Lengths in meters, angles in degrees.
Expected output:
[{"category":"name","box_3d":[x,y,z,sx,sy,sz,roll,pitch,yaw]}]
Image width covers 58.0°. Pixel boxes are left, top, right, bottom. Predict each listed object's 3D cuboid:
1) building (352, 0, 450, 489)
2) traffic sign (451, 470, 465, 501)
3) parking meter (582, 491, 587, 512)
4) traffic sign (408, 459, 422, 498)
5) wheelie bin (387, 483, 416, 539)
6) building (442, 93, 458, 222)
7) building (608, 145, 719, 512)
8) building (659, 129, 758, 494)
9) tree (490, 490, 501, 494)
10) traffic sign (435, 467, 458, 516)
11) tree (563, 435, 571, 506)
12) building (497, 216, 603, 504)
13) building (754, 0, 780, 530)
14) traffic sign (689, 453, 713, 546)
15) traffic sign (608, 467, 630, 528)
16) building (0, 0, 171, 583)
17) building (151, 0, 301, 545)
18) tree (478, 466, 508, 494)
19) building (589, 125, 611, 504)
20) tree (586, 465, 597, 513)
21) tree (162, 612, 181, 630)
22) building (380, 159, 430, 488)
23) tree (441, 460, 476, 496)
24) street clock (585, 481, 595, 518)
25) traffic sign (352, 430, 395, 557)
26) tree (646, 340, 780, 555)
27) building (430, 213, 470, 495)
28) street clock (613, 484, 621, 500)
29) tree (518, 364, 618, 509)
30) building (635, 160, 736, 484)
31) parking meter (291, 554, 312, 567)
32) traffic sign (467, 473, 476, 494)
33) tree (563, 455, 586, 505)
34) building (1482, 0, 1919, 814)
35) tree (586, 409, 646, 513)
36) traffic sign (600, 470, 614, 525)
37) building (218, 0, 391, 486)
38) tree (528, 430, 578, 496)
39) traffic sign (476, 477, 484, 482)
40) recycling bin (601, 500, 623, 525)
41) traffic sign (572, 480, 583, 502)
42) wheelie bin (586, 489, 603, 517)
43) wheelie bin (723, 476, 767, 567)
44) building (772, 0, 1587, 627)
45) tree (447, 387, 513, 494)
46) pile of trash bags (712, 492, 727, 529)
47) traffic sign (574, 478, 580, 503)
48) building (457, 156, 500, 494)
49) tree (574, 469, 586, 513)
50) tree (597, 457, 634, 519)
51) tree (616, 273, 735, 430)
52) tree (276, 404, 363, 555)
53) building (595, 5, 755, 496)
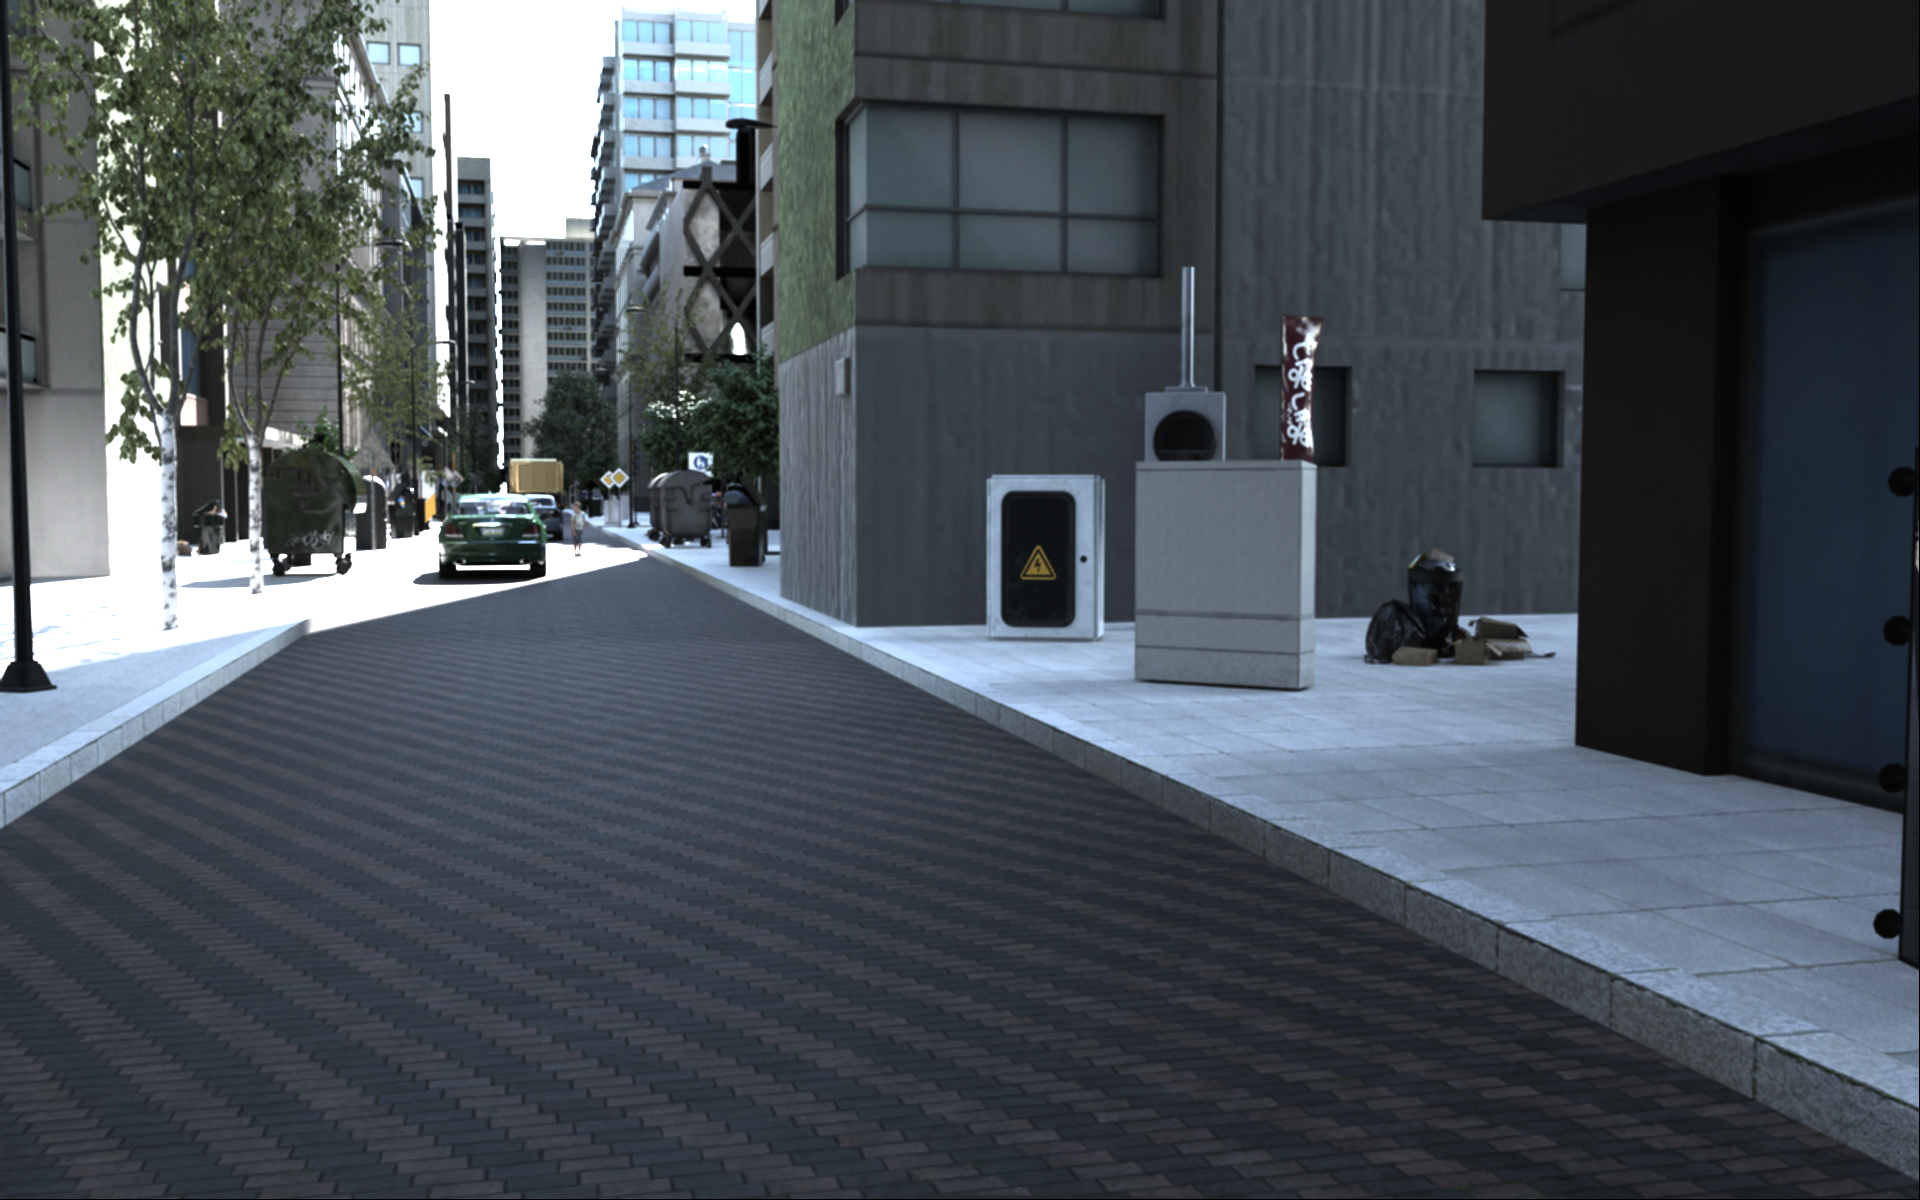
[{"category":"building","box_3d":[-59.599,-34.441,152.355,28.713,52.752,27.495,-1,4,-14]},{"category":"traffic sign","box_3d":[-20.673,-4.116,70.938,0.795,2.450,0.064,-1,4,-14]},{"category":"parking meter","box_3d":[-27.630,-7.282,127.475,0.372,1.533,0.369,0,3,0]},{"category":"traffic sign","box_3d":[-19.245,-3.765,61.662,0.768,2.556,0.104,-1,4,-9]},{"category":"wheelie bin","box_3d":[-16.173,-2.585,50.170,0.693,1.594,0.980,-3,5,-40]},{"category":"building","box_3d":[-61.887,-32.915,188.276,14.600,45.320,14.200,-1,4,-14]},{"category":"building","box_3d":[-20.508,-20.681,135.390,12.463,27.353,25.104,-1,4,-14]},{"category":"building","box_3d":[-5.702,-13.340,85.556,16.811,18.784,16.820,-1,4,-14]},{"category":"tree","box_3d":[-56.768,-13.340,212.703,1.663,3.219,1.824,0,3,0]},{"category":"traffic sign","box_3d":[-18.730,-3.642,63.192,0.795,2.450,0.064,-1,4,-14]},{"category":"tree","box_3d":[-39.824,-13.844,176.714,4.360,8.622,3.978,0,3,0]},{"category":"building","box_3d":[-53.080,-33.878,245.789,23.993,40.220,32.217,-1,4,-14]},{"category":"building","box_3d":[5.540,-26.314,53.939,21.300,48.544,21.600,-1,4,-14]},{"category":"traffic sign","box_3d":[-6.387,-2.483,42.733,0.606,2.300,0.079,0,4,-4]},{"category":"traffic sign","box_3d":[-12.716,-3.733,64.674,0.795,2.450,0.064,-1,4,-14]},{"category":"building","box_3d":[-19.514,-20.706,22.136,14.154,41.232,14.086,-1,4,-14]},{"category":"building","box_3d":[-32.537,-23.742,42.811,28.867,44.769,22.147,-1,4,-14]},{"category":"tree","box_3d":[-53.132,-13.072,197.440,4.285,4.588,4.351,0,3,0]},{"category":"building","box_3d":[-32.310,-33.691,205.466,22.147,44.769,28.867,-1,4,-14]},{"category":"tree","box_3d":[-21.999,-6.933,107.952,1.663,3.219,1.824,0,3,0]},{"category":"tree","box_3d":[-7.365,-4.038,16.380,4.737,8.622,4.395,0,3,0]},{"category":"building","box_3d":[-41.888,-17.810,110.255,14.314,24.678,30.058,-1,4,-14]},{"category":"tree","box_3d":[-30.294,-6.691,104.001,1.663,3.219,1.824,0,3,0]},{"category":"street clock","box_3d":[-19.989,-5.448,93.640,0.471,2.002,0.358,-2,4,-34]},{"category":"traffic sign","box_3d":[-11.908,-2.149,35.133,0.884,2.594,0.081,-1,4,-12]},{"category":"tree","box_3d":[-4.210,-3.263,37.065,4.285,4.588,4.351,0,3,0]},{"category":"building","box_3d":[-57.277,-24.670,175.062,14.160,30.474,14.107,-1,4,-14]},{"category":"street clock","box_3d":[-17.050,-4.999,86.299,0.358,2.002,0.471,-3,5,-42]},{"category":"tree","box_3d":[-33.988,-14.408,152.573,9.611,12.733,9.660,0,3,0]},{"category":"building","box_3d":[-13.446,-16.528,112.029,13.314,21.916,24.055,-1,4,-14]},{"category":"parking meter","box_3d":[-11.709,-1.365,30.728,0.372,1.533,0.369,0,3,0]},{"category":"traffic sign","box_3d":[-29.011,-6.264,102.515,0.768,2.556,0.104,0,4,-5]},{"category":"tree","box_3d":[-25.047,-8.352,120.265,4.285,4.588,4.351,0,3,0]},{"category":"building","box_3d":[11.123,-21.557,2.564,14.600,45.320,14.200,-1,4,-14]},{"category":"tree","box_3d":[-8.362,-4.250,53.200,4.285,4.588,4.351,0,3,0]},{"category":"traffic sign","box_3d":[-14.659,-4.207,72.420,0.795,2.450,0.064,-1,4,-14]},{"category":"building","box_3d":[-34.549,-17.475,82.982,12.463,27.353,25.104,-1,4,-14]},{"category":"tree","box_3d":[-47.409,-16.456,203.459,7.601,10.594,8.767,-1,4,-22]},{"category":"traffic sign","box_3d":[-36.731,-8.091,132.385,0.768,2.556,0.104,-1,4,-10]},{"category":"recycling bin","box_3d":[-14.667,-3.717,73.325,0.722,1.027,0.722,0,4,-4]},{"category":"traffic sign","box_3d":[-27.702,-7.685,125.656,0.884,2.594,0.081,0,4,-5]},{"category":"wheelie bin","box_3d":[-20.808,-5.538,98.449,0.980,1.594,0.693,-2,4,-31]},{"category":"wheelie bin","box_3d":[-3.834,-1.404,30.860,0.693,1.594,0.980,0,4,5]},{"category":"building","box_3d":[4.150,-20.803,23.730,14.154,41.232,14.086,-1,4,-14]},{"category":"tree","box_3d":[-33.214,-10.340,119.428,4.360,8.622,3.978,0,3,0]},{"category":"pile of trash bags","box_3d":[-9.395,-3.327,64.143,1.912,1.369,3.447,1,4,12]},{"category":"traffic sign","box_3d":[-28.452,-7.912,129.465,0.768,2.556,0.104,-1,4,-10]},{"category":"building","box_3d":[-73.728,-37.337,234.165,21.600,48.544,21.300,-1,4,-14]},{"category":"tree","box_3d":[-25.046,-7.423,115.962,1.663,3.219,1.824,0,3,0]},{"category":"tree","box_3d":[-17.889,-5.898,91.033,1.663,3.219,1.824,0,3,0]},{"category":"tree","box_3d":[-9.769,-6.640,58.925,4.737,8.622,4.395,0,3,0]},{"category":"tree","box_3d":[-13.523,-2.602,37.141,1.663,3.219,1.824,0,3,0]},{"category":"building","box_3d":[-25.274,-34.054,176.393,23.786,49.044,30.456,-1,4,-14]}]
